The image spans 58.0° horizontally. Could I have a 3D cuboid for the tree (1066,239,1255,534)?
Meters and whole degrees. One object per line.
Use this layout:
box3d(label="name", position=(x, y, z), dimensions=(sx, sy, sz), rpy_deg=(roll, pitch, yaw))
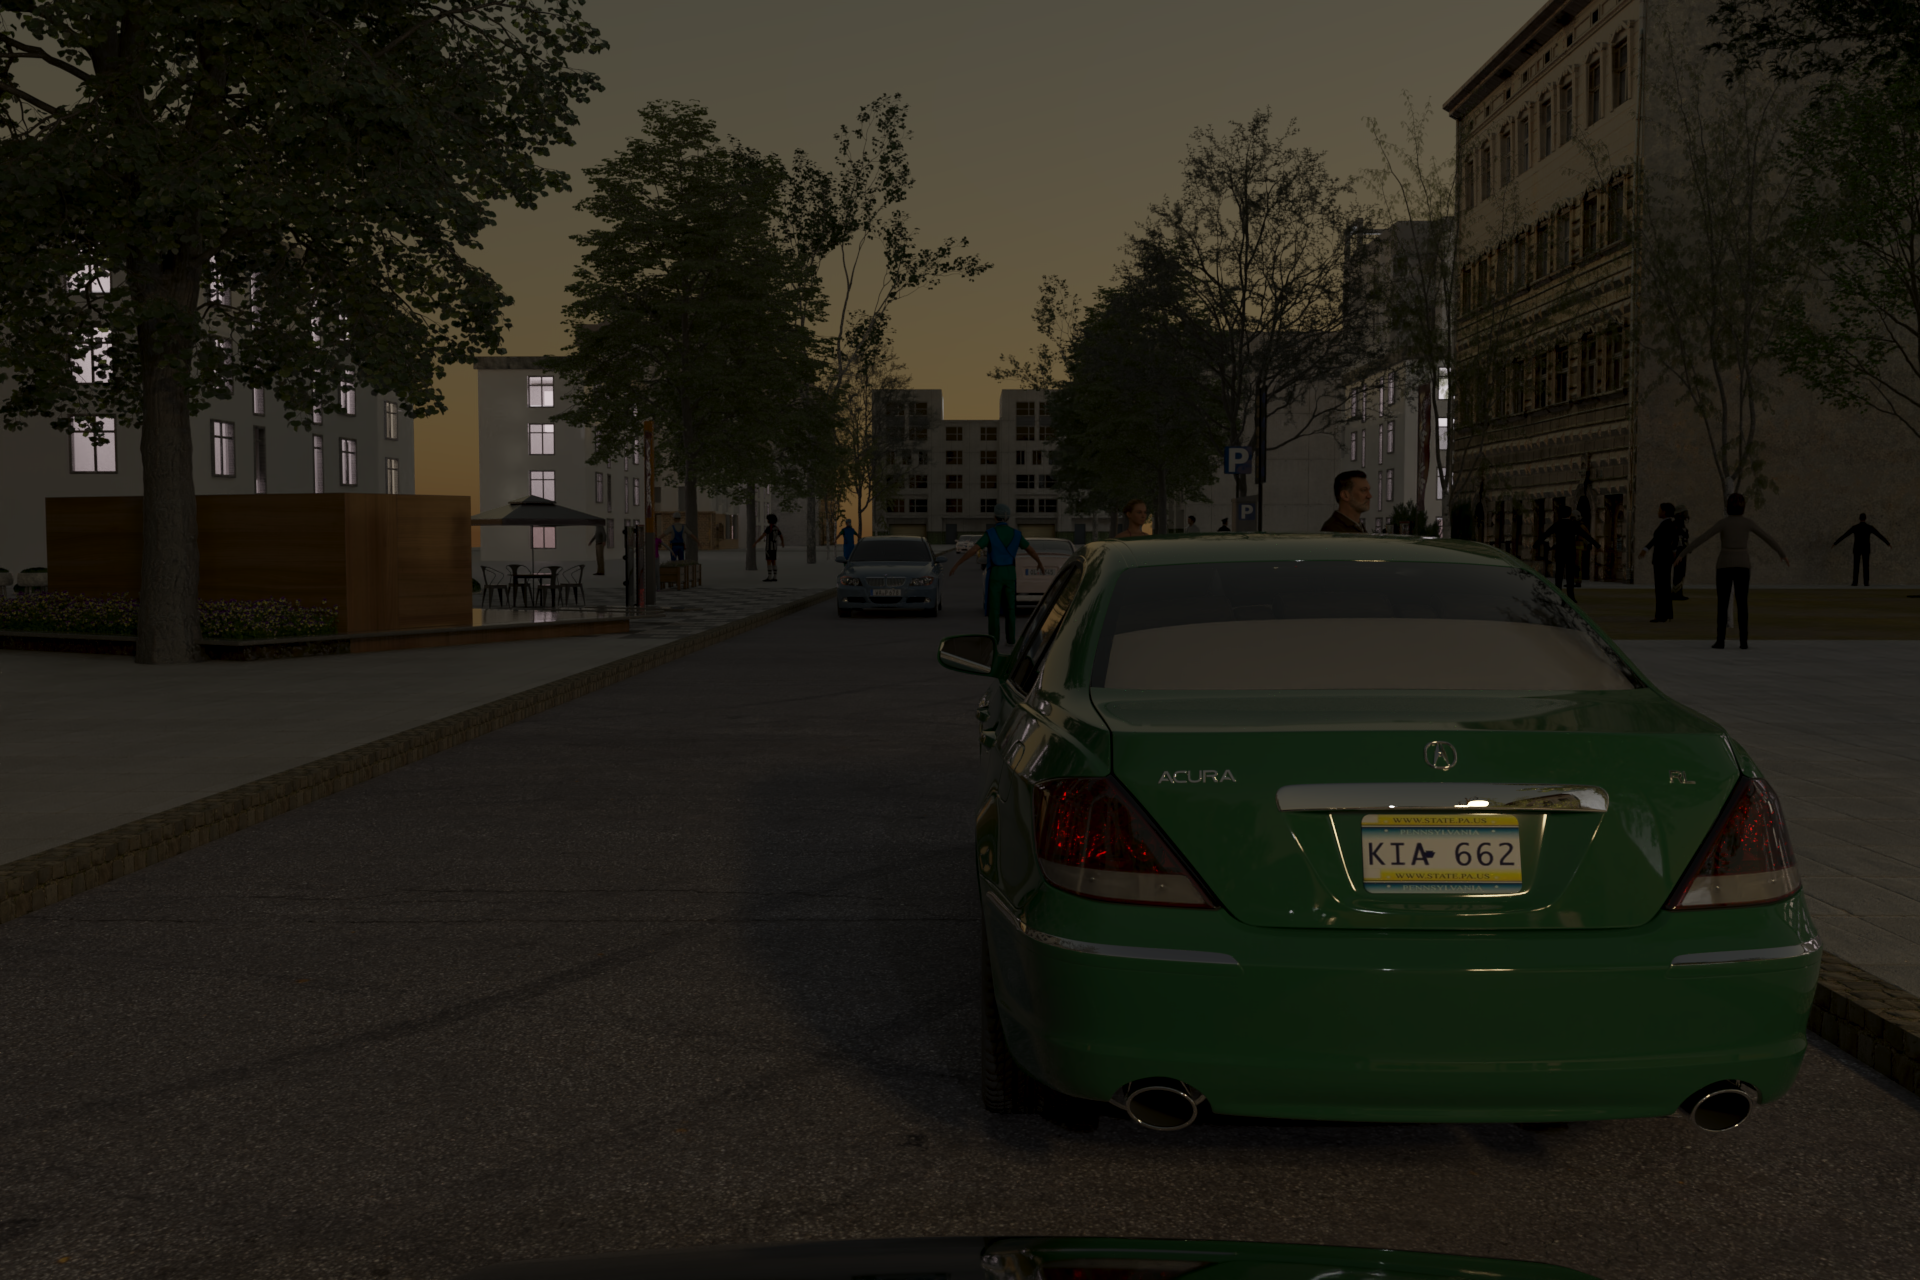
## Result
box3d(label="tree", position=(7.700, -9.107, 67.019), dimensions=(7.486, 12.596, 7.792), rpy_deg=(0, 3, 0))

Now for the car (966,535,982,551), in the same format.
box3d(label="car", position=(1.438, -6.421, 117.347), dimensions=(2.083, 1.381, 4.827), rpy_deg=(0, 4, 1))

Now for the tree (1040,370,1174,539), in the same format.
box3d(label="tree", position=(9.753, -12.354, 108.637), dimensions=(9.857, 13.997, 8.962), rpy_deg=(0, 3, 0))

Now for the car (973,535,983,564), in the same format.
box3d(label="car", position=(1.665, -4.608, 85.564), dimensions=(2.015, 1.641, 3.980), rpy_deg=(0, 3, 0))

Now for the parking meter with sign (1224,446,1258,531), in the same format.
box3d(label="parking meter with sign", position=(5.501, -2.287, 33.651), dimensions=(0.543, 3.016, 1.738), rpy_deg=(0, 4, 1))

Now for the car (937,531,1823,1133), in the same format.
box3d(label="car", position=(0.973, 0.373, 5.696), dimensions=(2.131, 1.459, 4.920), rpy_deg=(0, 4, 1))

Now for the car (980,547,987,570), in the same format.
box3d(label="car", position=(1.689, -3.674, 69.853), dimensions=(2.009, 1.686, 4.222), rpy_deg=(0, 4, 0))

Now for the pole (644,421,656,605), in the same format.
box3d(label="pole", position=(-5.609, -2.292, 31.313), dimensions=(0.158, 3.312, 0.155), rpy_deg=(0, 3, 0))

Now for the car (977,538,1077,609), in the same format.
box3d(label="car", position=(1.360, -1.181, 31.679), dimensions=(2.083, 1.381, 4.827), rpy_deg=(0, 3, 0))

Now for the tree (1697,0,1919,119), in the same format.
box3d(label="tree", position=(8.015, -4.634, 10.171), dimensions=(7.601, 10.594, 8.767), rpy_deg=(-1, 4, -9))

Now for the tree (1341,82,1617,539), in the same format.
box3d(label="tree", position=(8.085, -4.819, 29.155), dimensions=(4.360, 8.622, 3.978), rpy_deg=(0, 3, 0))

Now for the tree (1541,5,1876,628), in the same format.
box3d(label="tree", position=(10.770, -4.477, 23.554), dimensions=(4.360, 8.622, 3.978), rpy_deg=(0, 3, 0))

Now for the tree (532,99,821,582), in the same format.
box3d(label="tree", position=(-7.503, -7.838, 46.284), dimensions=(7.486, 12.596, 7.792), rpy_deg=(0, 3, 0))

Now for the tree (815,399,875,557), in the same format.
box3d(label="tree", position=(-6.924, -8.829, 94.708), dimensions=(4.360, 8.622, 3.978), rpy_deg=(0, 3, 0))

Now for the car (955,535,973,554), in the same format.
box3d(label="car", position=(0.673, -7.040, 127.472), dimensions=(2.083, 1.381, 4.827), rpy_deg=(0, 4, 1))

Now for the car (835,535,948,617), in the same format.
box3d(label="car", position=(-1.217, -1.182, 31.326), dimensions=(2.014, 1.417, 4.499), rpy_deg=(0, 4, 1))

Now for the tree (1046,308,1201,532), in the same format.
box3d(label="tree", position=(9.218, -11.518, 94.982), dimensions=(9.857, 13.997, 8.962), rpy_deg=(0, 3, 0))

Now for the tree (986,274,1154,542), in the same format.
box3d(label="tree", position=(8.776, -16.607, 127.413), dimensions=(12.611, 20.169, 13.585), rpy_deg=(0, 3, 0))

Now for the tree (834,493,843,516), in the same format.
box3d(label="tree", position=(-17.819, -17.031, 212.871), dimensions=(7.601, 10.594, 8.767), rpy_deg=(-1, 4, -9))

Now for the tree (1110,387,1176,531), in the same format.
box3d(label="tree", position=(8.901, -8.281, 85.763), dimensions=(4.360, 8.622, 3.978), rpy_deg=(0, 3, 0))

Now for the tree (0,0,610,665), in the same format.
box3d(label="tree", position=(-8.027, -6.745, 16.940), dimensions=(9.857, 13.997, 8.962), rpy_deg=(0, 3, 0))

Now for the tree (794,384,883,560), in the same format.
box3d(label="tree", position=(-6.234, -8.200, 84.428), dimensions=(4.737, 8.622, 4.395), rpy_deg=(0, 3, 0))

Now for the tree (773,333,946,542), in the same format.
box3d(label="tree", position=(-5.881, -11.809, 103.445), dimensions=(12.009, 13.543, 11.850), rpy_deg=(0, 3, 0))

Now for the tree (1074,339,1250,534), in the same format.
box3d(label="tree", position=(9.001, -8.774, 77.865), dimensions=(8.767, 10.594, 7.601), rpy_deg=(1, 4, 15))

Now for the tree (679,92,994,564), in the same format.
box3d(label="tree", position=(-5.174, -13.332, 73.863), dimensions=(12.611, 20.169, 13.585), rpy_deg=(0, 3, 0))

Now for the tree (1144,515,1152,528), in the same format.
box3d(label="tree", position=(25.082, -17.921, 211.132), dimensions=(7.486, 12.596, 7.792), rpy_deg=(0, 3, 0))

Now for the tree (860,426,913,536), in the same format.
box3d(label="tree", position=(-5.521, -10.313, 118.983), dimensions=(4.737, 8.622, 4.395), rpy_deg=(0, 3, 0))

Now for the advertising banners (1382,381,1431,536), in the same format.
box3d(label="advertising banners", position=(5.384, -1.512, 20.917), dimensions=(0.090, 3.025, 2.074), rpy_deg=(0, 4, 1))

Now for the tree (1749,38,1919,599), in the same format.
box3d(label="tree", position=(19.753, -6.648, 34.455), dimensions=(9.928, 11.665, 9.643), rpy_deg=(0, 3, 0))

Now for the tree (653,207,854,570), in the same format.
box3d(label="tree", position=(-7.794, -8.738, 60.990), dimensions=(7.486, 12.596, 7.792), rpy_deg=(0, 3, 0))

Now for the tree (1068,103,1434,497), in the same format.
box3d(label="tree", position=(8.267, -8.569, 50.466), dimensions=(12.009, 13.543, 11.850), rpy_deg=(0, 3, 0))
